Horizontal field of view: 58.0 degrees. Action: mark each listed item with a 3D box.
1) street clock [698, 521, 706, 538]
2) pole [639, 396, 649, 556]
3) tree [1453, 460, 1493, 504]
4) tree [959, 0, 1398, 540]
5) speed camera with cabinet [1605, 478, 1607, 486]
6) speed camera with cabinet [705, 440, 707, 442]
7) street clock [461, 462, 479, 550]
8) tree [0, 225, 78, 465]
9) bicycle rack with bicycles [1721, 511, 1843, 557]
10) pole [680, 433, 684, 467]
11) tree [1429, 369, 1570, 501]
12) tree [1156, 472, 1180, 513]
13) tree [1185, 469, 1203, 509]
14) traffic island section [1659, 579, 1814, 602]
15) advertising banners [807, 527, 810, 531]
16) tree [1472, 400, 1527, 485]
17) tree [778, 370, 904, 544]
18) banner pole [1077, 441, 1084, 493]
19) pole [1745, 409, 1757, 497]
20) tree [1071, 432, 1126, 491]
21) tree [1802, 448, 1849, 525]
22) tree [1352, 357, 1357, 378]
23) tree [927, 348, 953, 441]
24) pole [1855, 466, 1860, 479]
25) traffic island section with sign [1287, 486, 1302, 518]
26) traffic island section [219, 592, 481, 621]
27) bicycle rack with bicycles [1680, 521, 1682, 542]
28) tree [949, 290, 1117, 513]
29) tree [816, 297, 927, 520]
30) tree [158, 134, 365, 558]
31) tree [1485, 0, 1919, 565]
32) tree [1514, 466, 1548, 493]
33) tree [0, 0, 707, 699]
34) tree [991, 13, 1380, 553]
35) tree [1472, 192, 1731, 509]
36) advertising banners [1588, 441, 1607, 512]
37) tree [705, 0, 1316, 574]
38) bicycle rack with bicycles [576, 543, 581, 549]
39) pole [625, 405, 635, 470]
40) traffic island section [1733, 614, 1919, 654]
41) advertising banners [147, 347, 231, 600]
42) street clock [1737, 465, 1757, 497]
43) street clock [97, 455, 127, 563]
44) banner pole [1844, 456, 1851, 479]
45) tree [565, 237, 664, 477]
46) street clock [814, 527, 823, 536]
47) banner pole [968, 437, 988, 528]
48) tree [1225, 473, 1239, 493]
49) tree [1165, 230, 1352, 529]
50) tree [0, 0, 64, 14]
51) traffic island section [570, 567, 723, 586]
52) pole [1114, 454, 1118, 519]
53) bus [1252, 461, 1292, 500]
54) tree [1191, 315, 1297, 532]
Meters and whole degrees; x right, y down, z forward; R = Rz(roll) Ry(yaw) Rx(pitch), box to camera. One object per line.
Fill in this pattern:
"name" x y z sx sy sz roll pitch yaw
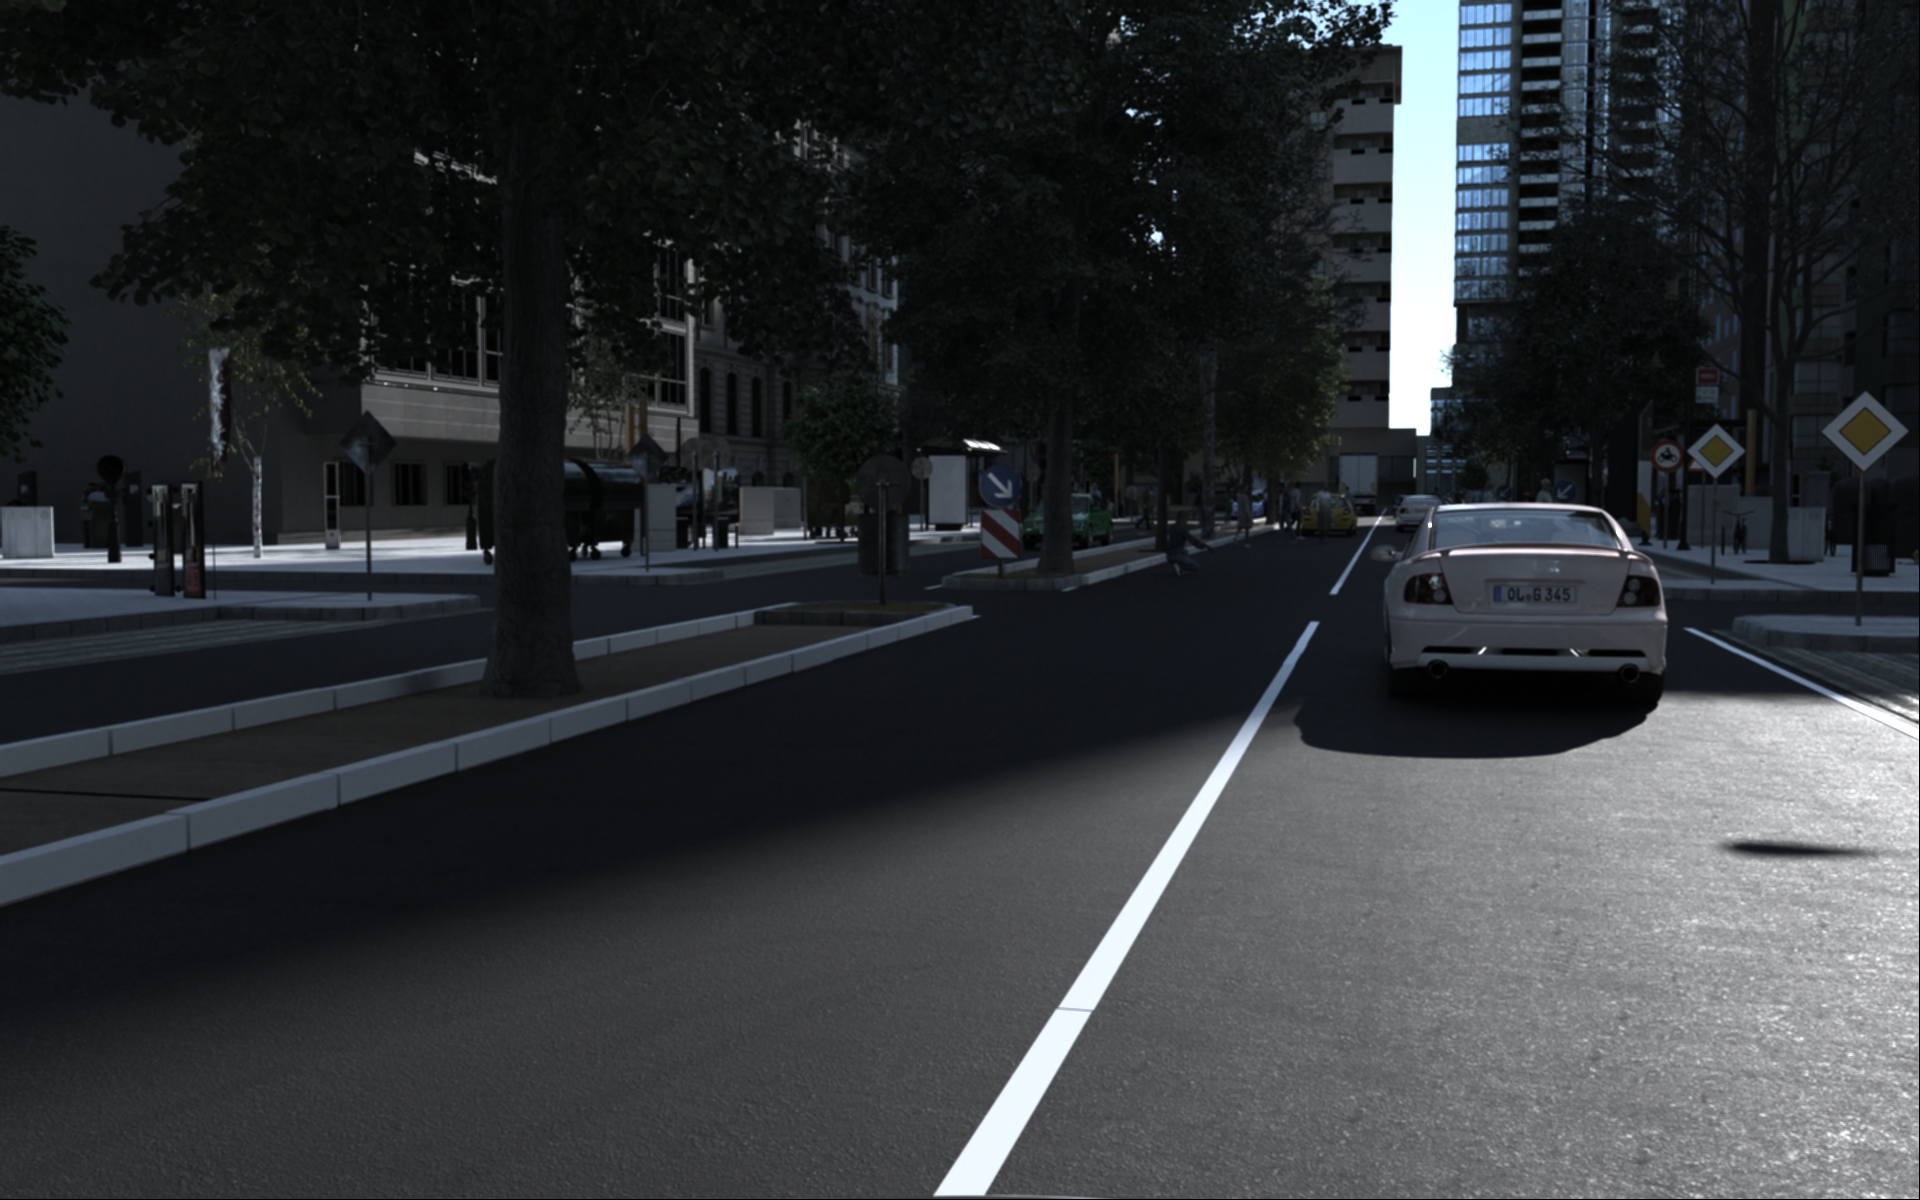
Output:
"street clock" -7.581 -2.828 50.808 0.471 2.002 0.358 3 5 42
"pole" -6.563 -2.576 35.959 0.158 3.312 0.155 0 3 0
"tree" 46.546 -10.588 156.823 4.285 4.588 4.351 0 3 0
"tree" 6.807 -12.017 54.831 12.611 20.169 13.585 0 3 0
"speed camera with cabinet" 36.599 -6.172 95.252 2.038 3.252 0.660 2 4 27
"speed camera with cabinet" -8.764 -4.231 63.516 2.038 3.252 0.660 -3 4 -36
"street clock" -11.216 -2.150 39.722 0.471 2.002 0.358 3 5 44
"tree" -10.588 -2.052 17.258 4.285 4.588 4.351 0 3 0
"bicycle rack with bicycles" 17.369 -1.438 36.901 2.852 0.926 2.925 2 4 24
"pole" -9.338 -3.921 57.946 0.158 3.312 0.155 0 3 0
"tree" 33.161 -10.371 103.986 7.601 10.594 8.767 2 4 33
"tree" 14.263 -7.613 119.066 1.663 3.219 1.824 0 3 0
"tree" 17.214 -8.150 127.846 1.663 3.219 1.824 0 3 0
"traffic island section" 10.714 -0.143 24.619 2.009 0.180 2.903 1 4 14
"advertising banners" -5.277 -3.969 61.074 0.090 3.025 2.074 0 4 2
"tree" 36.579 -10.160 116.477 4.360 8.622 3.978 0 3 0
"tree" -3.112 -3.775 45.438 4.285 4.588 4.351 0 3 0
"banner pole" 5.707 -5.636 82.164 0.401 3.779 0.863 -1 4 -19
"pole" 19.049 -2.930 41.753 0.158 3.312 0.155 0 3 0
"tree" 7.070 -6.519 90.298 4.285 4.588 4.351 0 3 0
"tree" 36.408 -4.810 73.250 1.663 3.219 1.824 0 3 0
"tree" 14.301 -9.742 79.872 7.486 12.596 7.792 0 3 0
"tree" -1.898 -8.178 84.078 4.360 8.622 3.978 0 3 0
"pole" 29.737 -3.883 57.337 0.158 3.312 0.155 0 3 0
"traffic island section with sign" 19.067 -5.597 99.645 2.006 1.907 1.989 1 4 14
"traffic island section" -7.129 0.087 20.858 2.009 0.180 2.903 1 4 14
"bicycle rack with bicycles" 20.394 -1.980 45.762 2.852 0.926 2.925 -1 4 -16
"tree" 3.011 -8.568 74.507 8.767 10.594 7.601 2 4 28
"tree" -3.758 -7.037 65.412 4.360 8.622 3.978 0 3 0
"tree" -14.064 -5.158 34.696 4.737 8.622 4.395 0 3 0
"tree" 14.937 -7.405 31.442 12.009 13.543 11.850 0 3 0
"tree" 30.849 -6.026 93.131 1.663 3.219 1.824 0 3 0
"tree" -3.067 -6.297 12.064 9.857 13.997 8.962 0 3 0
"tree" 4.964 -7.905 42.069 12.009 13.543 11.850 0 3 0
"tree" 24.506 -9.113 66.010 9.611 12.733 9.660 0 3 0
"advertising banners" 20.640 -3.664 56.090 0.090 3.025 2.074 0 4 4
"tree" 1.696 -7.405 30.190 9.857 13.997 8.962 0 3 0
"bicycle rack with bicycles" -9.753 -1.738 41.799 2.852 0.926 2.925 0 4 3
"pole" -7.565 -2.809 39.778 0.158 3.312 0.155 0 3 0
"traffic island section" 8.768 0.331 16.874 2.009 0.180 2.903 1 4 14
"advertising banners" -9.449 -1.534 21.261 2.074 3.025 0.090 3 5 39
"street clock" 19.880 -2.400 43.804 0.358 2.002 0.471 -1 4 -15
"street clock" -15.816 -1.699 32.349 0.471 2.002 0.358 -1 4 -10
"banner pole" 39.757 -5.340 77.322 0.863 3.779 0.401 1 4 22
"tree" -9.605 -5.862 46.214 4.360 8.622 3.978 0 3 0
"street clock" -4.297 -2.933 52.529 0.358 2.002 0.471 -2 4 -30
"banner pole" 0.665 -4.678 66.499 0.863 3.779 0.401 0 4 -7
"tree" 25.345 -10.136 160.328 1.663 3.219 1.824 0 3 0
"tree" 11.691 -9.169 70.499 7.486 12.596 7.792 0 3 0
"tree" -4.928 -5.074 3.547 7.486 12.596 7.792 0 3 0
"traffic island section" -5.184 -0.387 28.603 2.009 0.180 2.903 1 4 14
"pole" 7.868 -5.721 87.376 0.158 3.312 0.155 0 3 0
"bus" 23.029 -8.350 128.073 2.896 3.916 12.252 1 4 13
"tree" 10.472 -6.836 64.589 4.360 8.622 3.978 0 3 0
